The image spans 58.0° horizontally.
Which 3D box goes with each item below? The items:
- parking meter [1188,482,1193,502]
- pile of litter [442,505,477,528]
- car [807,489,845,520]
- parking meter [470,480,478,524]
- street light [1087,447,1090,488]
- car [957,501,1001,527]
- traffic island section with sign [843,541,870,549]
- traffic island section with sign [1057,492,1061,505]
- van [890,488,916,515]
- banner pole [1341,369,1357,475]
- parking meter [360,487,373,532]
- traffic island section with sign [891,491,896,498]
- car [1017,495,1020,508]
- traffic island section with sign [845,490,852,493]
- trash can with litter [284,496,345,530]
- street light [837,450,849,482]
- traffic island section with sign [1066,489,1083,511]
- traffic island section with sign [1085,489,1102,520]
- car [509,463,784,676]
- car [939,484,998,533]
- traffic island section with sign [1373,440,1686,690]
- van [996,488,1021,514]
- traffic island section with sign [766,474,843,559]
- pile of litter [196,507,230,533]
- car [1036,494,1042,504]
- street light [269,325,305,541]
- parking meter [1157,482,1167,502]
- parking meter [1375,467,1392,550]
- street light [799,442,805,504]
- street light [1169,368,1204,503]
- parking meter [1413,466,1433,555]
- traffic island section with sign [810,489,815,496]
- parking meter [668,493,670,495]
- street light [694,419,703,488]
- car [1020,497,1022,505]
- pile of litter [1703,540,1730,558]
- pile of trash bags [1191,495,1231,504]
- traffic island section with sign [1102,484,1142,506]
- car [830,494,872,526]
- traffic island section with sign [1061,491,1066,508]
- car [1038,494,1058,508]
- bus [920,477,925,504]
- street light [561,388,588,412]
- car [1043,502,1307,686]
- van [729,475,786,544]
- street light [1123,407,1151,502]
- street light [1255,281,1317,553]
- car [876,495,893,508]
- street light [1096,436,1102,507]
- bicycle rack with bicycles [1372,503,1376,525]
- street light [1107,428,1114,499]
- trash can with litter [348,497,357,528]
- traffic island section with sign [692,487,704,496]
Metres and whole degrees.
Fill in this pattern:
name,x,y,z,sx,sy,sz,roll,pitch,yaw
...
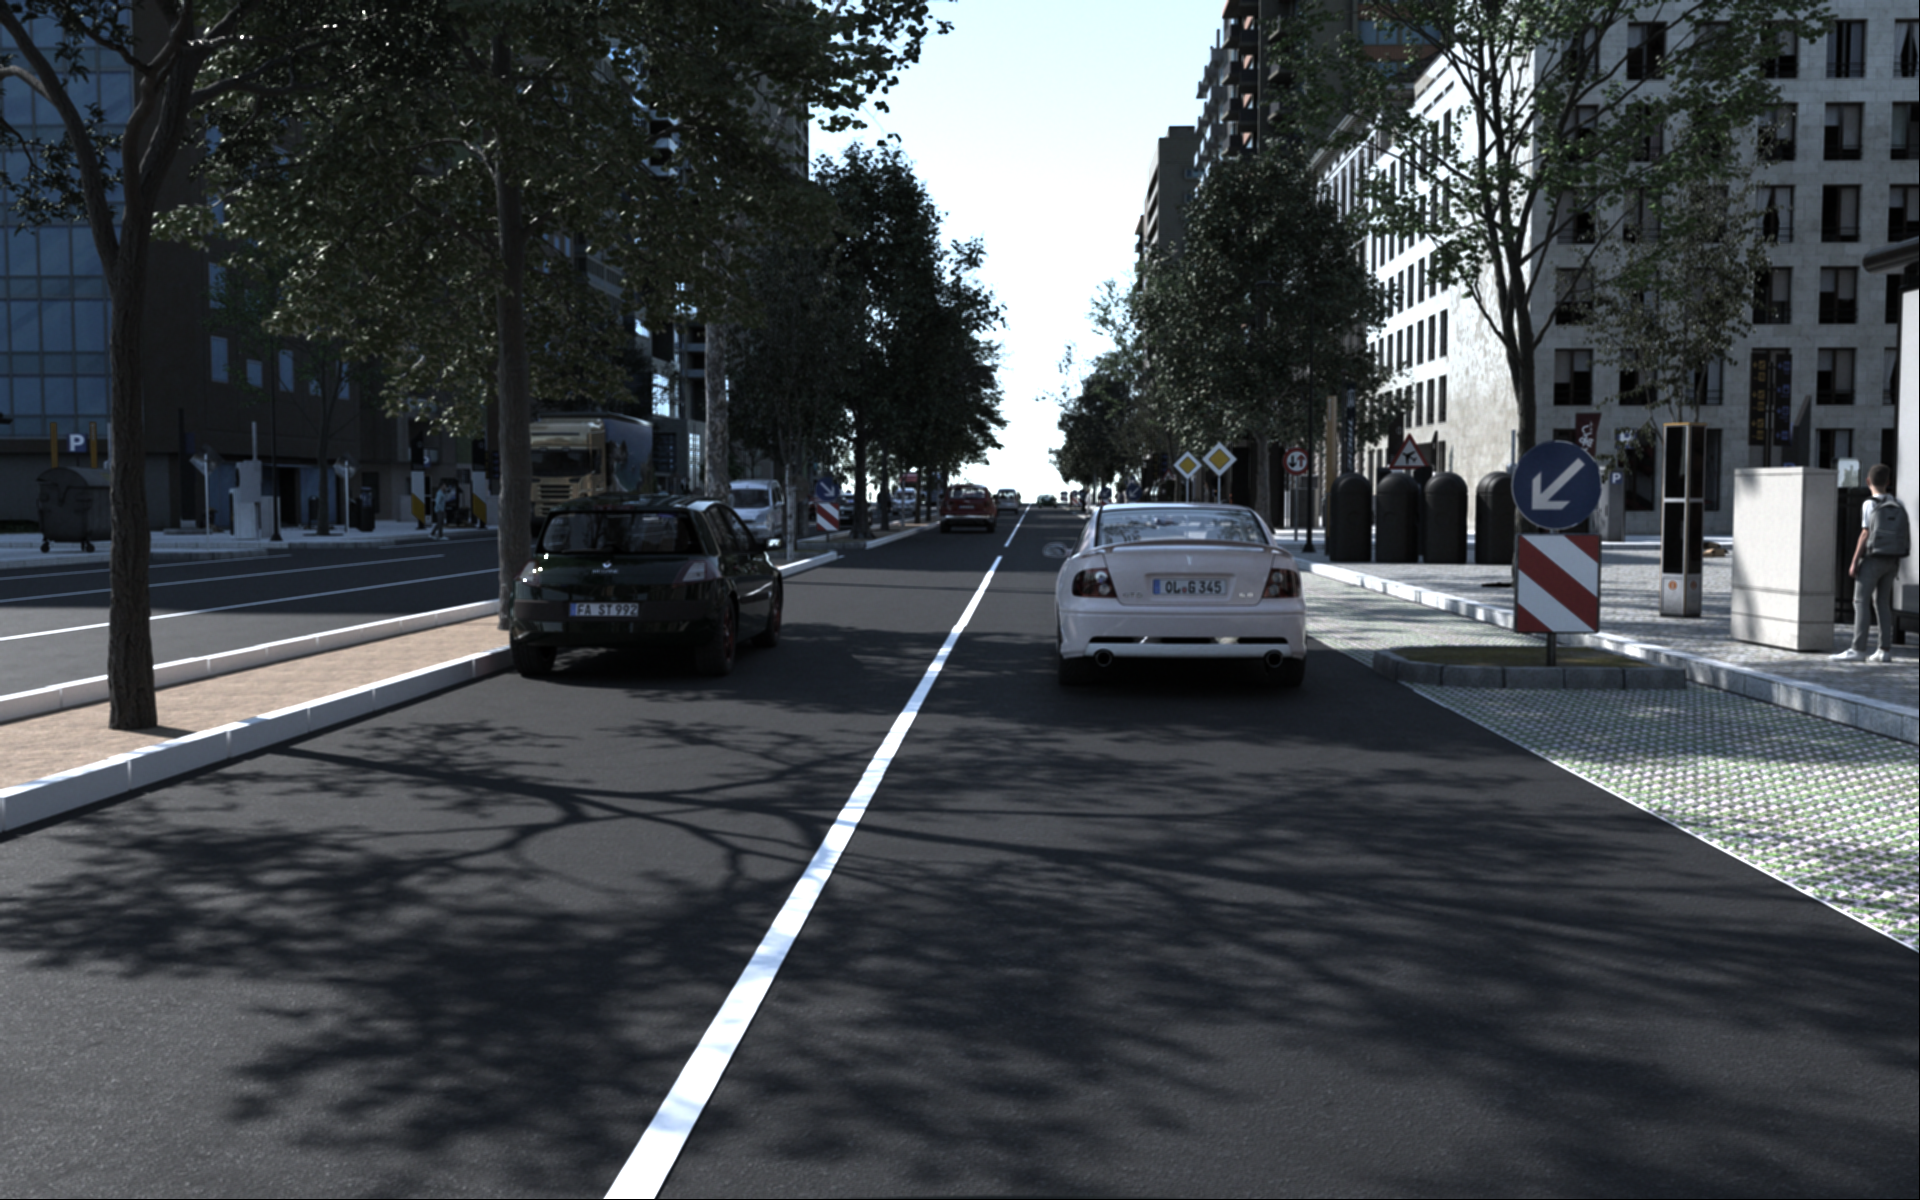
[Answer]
name,x,y,z,sx,sy,sz,roll,pitch,yaw
parking meter,10.950,-4.703,82.604,0.255,1.863,0.399,1,4,12
pile of litter,-18.741,-3.123,65.020,1.719,0.858,1.176,2,4,32
car,-7.510,-5.497,98.543,2.281,1.827,5.304,0,4,2
parking meter,-20.640,-4.150,73.564,0.255,1.863,0.399,-1,4,-11
street light,12.888,-11.991,168.599,1.470,5.913,1.316,0,4,3
car,0.747,-4.210,77.881,2.155,1.783,4.494,0,4,1
traffic island section with sign,-3.456,-2.335,46.306,2.006,1.907,1.989,0,4,3
traffic island section with sign,13.735,-13.375,227.316,1.989,1.847,2.006,0,4,3
van,-3.752,-6.865,119.250,2.013,2.044,4.112,0,4,2
banner pole,7.712,-2.721,34.501,0.401,3.779,0.863,-1,4,-9
parking meter,-20.147,-3.082,58.807,0.372,1.533,0.369,0,3,0
traffic island section with sign,-8.724,-13.473,228.912,1.989,1.847,2.006,0,4,3
car,5.375,-10.579,181.758,1.959,1.807,4.718,0,4,3
traffic island section with sign,-11.158,-10.100,173.763,1.989,1.847,2.006,0,4,3
trash can with litter,-23.073,-3.132,62.266,2.233,1.210,1.678,2,4,33
street light,-12.264,-12.743,180.888,1.470,5.913,1.316,0,4,3
traffic island section with sign,10.153,-8.385,145.728,1.989,1.847,2.006,0,4,3
traffic island section with sign,7.951,-5.336,95.874,1.989,1.847,2.006,0,4,3
car,-2.610,-0.324,15.085,2.009,1.686,4.222,0,4,2
car,0.310,-3.477,65.528,2.281,1.827,5.304,0,4,1
traffic island section with sign,4.336,-0.303,13.583,1.989,1.847,2.006,0,4,3
van,3.378,-7.201,124.744,2.013,2.044,4.112,0,4,2
traffic island section with sign,-3.791,-1.882,38.907,2.006,1.907,1.989,0,4,3
pile of litter,-25.181,-2.676,57.720,1.719,0.858,1.176,2,4,29
car,11.861,-14.364,246.642,2.131,1.459,4.920,0,4,4
street light,-18.117,-4.557,47.049,1.470,5.913,1.316,0,4,3
parking meter,9.541,-4.653,81.782,0.399,1.863,0.255,-1,4,-23
parking meter,9.232,-1.960,37.753,0.255,1.863,0.399,0,4,-1
street light,-13.537,-10.988,152.195,1.470,5.913,1.316,0,4,3
street light,8.291,-5.533,63.008,1.470,5.913,1.316,0,4,3
parking meter,9.703,-1.874,36.358,0.255,1.863,0.399,-1,4,-19
traffic island section with sign,-12.340,-8.453,146.834,1.989,1.847,2.006,0,4,3
parking meter,-19.181,-6.521,115.034,0.372,1.533,0.369,0,3,0
street light,-15.612,-8.125,105.382,1.470,5.913,1.316,0,4,3
car,7.258,-13.514,232.752,2.131,1.459,4.920,0,4,4
pile of litter,15.296,-1.330,35.706,1.719,0.858,1.176,-3,4,-39
pile of trash bags,11.632,-4.174,78.000,1.912,1.369,3.447,-2,4,-27
traffic island section with sign,6.775,-3.689,68.945,1.989,1.847,2.006,0,4,3
car,-4.643,-3.801,71.925,2.009,1.686,4.222,0,4,3
traffic island section with sign,11.361,-10.061,173.131,1.989,1.847,2.006,0,4,3
car,8.991,-10.125,177.348,2.131,1.459,4.920,0,4,4
bus,-4.942,-15.381,243.024,2.896,3.916,12.252,0,4,1
street light,-16.883,-6.317,75.825,1.470,5.913,1.316,0,4,3
car,1.725,-0.122,14.356,2.083,1.381,4.827,0,4,3
van,-5.817,-2.498,47.859,2.013,2.044,4.112,0,4,1
street light,9.585,-7.323,92.269,1.470,5.913,1.316,0,4,3
street light,7.136,-4.000,37.937,1.470,5.913,1.316,0,4,3
car,-7.724,-10.280,180.654,1.945,1.354,3.894,0,4,2
street light,11.584,-10.166,138.761,1.470,5.913,1.316,0,4,3
bicycle rack with bicycles,16.335,-3.515,70.850,2.852,0.926,2.925,0,4,-1
street light,10.880,-9.088,121.123,1.470,5.913,1.316,0,4,3
trash can with litter,-22.826,-3.332,65.866,1.055,1.170,0.624,0,4,-3
traffic island section with sign,-14.571,-5.347,96.050,1.989,1.847,2.006,0,4,3
